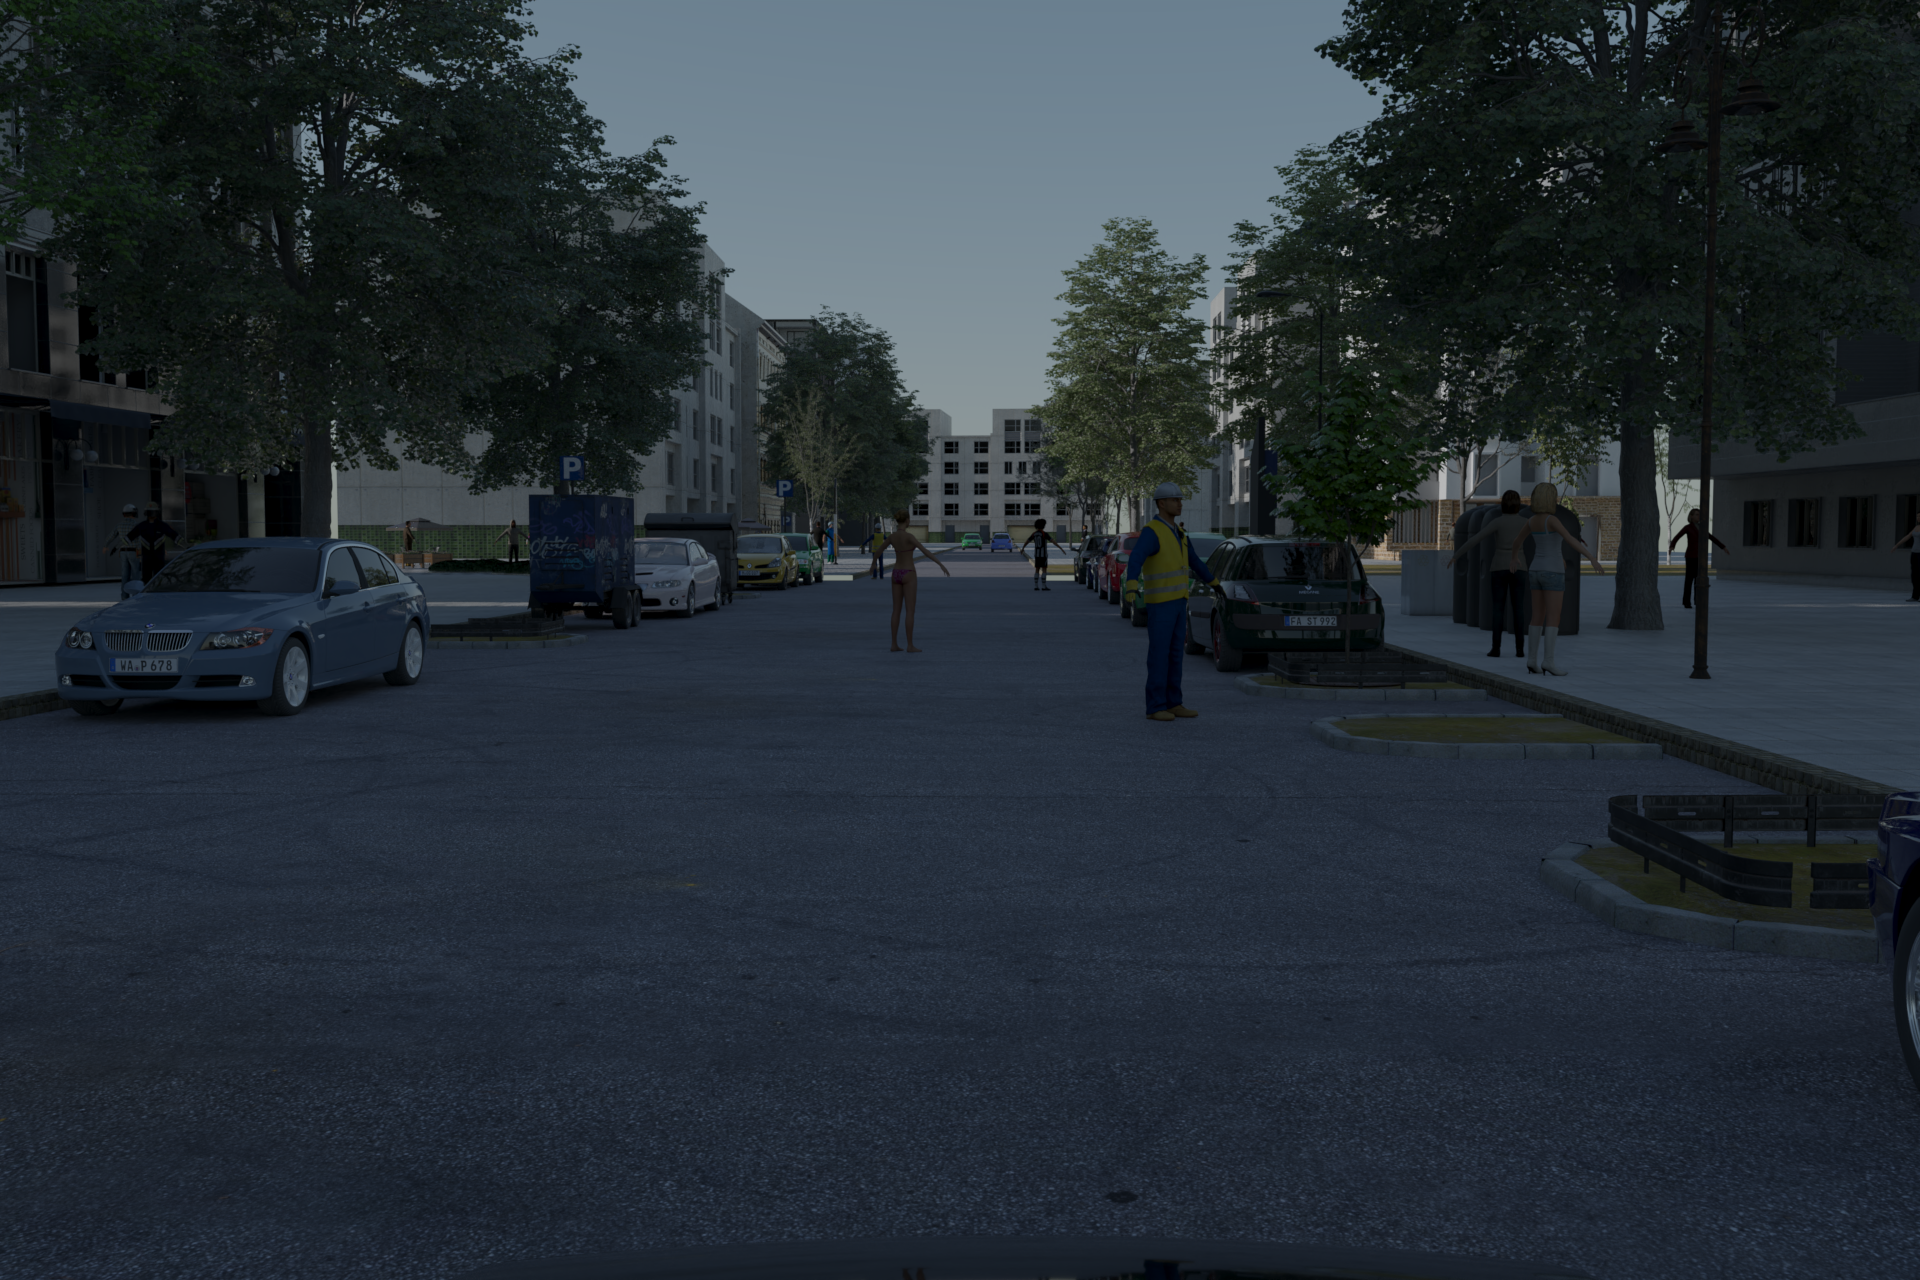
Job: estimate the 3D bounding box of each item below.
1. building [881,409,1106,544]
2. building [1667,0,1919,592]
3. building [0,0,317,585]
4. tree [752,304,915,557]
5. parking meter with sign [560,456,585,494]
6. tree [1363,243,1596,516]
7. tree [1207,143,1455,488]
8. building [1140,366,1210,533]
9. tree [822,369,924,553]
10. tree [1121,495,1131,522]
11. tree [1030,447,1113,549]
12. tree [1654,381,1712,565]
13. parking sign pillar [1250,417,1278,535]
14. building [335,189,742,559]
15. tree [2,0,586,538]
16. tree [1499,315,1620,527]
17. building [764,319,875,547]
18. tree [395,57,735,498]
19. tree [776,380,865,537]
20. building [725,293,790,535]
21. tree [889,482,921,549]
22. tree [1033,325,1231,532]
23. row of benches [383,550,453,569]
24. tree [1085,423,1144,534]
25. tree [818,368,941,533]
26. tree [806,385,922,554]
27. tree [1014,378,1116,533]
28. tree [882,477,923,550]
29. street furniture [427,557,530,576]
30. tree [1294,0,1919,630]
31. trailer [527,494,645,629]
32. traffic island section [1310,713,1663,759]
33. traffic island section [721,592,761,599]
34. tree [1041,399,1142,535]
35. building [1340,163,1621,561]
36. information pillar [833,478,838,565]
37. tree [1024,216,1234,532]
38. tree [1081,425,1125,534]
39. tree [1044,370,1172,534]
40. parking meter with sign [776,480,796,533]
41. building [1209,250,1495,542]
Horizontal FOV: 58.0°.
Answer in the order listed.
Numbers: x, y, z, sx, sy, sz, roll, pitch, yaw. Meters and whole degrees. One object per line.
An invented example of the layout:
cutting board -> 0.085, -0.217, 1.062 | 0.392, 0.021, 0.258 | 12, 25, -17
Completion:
building -> 5.286, -23.347, 250.629 | 31.486, 18.905, 16.747 | 0, 4, 5
building -> 26.346, -13.110, 33.415 | 14.314, 24.678, 30.058 | 0, 4, 2
building -> -27.775, -16.205, 44.545 | 16.754, 29.471, 25.880 | 0, 4, 2
tree -> -7.089, -11.698, 97.912 | 9.857, 13.997, 8.962 | 0, 3, 0
parking meter with sign -> -8.623, -2.644, 39.487 | 0.543, 3.016, 1.738 | 0, 4, 1
tree -> 20.214, -9.698, 68.937 | 12.009, 13.543, 11.850 | 0, 3, 0
tree -> 10.995, -8.133, 51.104 | 7.486, 12.596, 7.792 | 0, 3, 0
building -> 28.760, -19.833, 190.722 | 16.747, 18.905, 31.486 | 0, 4, 1
tree -> -6.136, -12.254, 118.482 | 7.486, 12.596, 7.792 | 0, 3, 0
tree -> 25.439, -18.197, 247.880 | 4.360, 8.622, 3.978 | 0, 3, 0
tree -> 9.969, -13.365, 152.938 | 8.767, 10.594, 7.601 | 2, 4, 30
tree -> 29.590, -7.450, 72.163 | 4.360, 8.622, 3.978 | 0, 3, 0
parking sign pillar -> 7.080, -3.183, 40.517 | 1.447, 3.967, 1.447 | 0, 4, 1
building -> -23.749, -14.585, 104.930 | 16.747, 18.905, 31.486 | 0, 4, 0
tree -> -11.157, -7.530, 29.772 | 9.857, 13.997, 8.962 | 0, 3, 0
tree -> 20.066, -6.573, 57.830 | 4.737, 8.622, 4.395 | 0, 3, 0
building -> -23.768, -20.625, 181.187 | 27.936, 21.610, 32.646 | 0, 4, 1
tree -> -10.839, -8.589, 47.089 | 9.857, 13.997, 8.962 | 0, 3, 0
tree -> -7.239, -8.125, 83.198 | 4.360, 8.622, 3.978 | 0, 3, 0
building -> -23.437, -18.405, 131.849 | 19.493, 23.208, 18.063 | 0, 4, 1
tree -> -6.115, -12.404, 153.168 | 4.360, 8.622, 3.978 | 0, 3, 0
tree -> 7.525, -8.619, 75.337 | 8.767, 10.594, 7.601 | 0, 4, -5
row of benches -> -20.721, -3.018, 64.799 | 1.422, 0.672, 4.104 | 2, 4, 29
tree -> 8.605, -9.391, 103.902 | 4.360, 8.622, 3.978 | 0, 3, 0
tree -> -6.214, -13.763, 131.681 | 9.857, 13.997, 8.962 | 0, 3, 0
tree -> -6.230, -10.678, 108.995 | 8.767, 10.594, 7.601 | 1, 4, 12
tree -> 9.713, -13.796, 135.926 | 12.009, 13.543, 11.850 | 0, 3, 0
tree -> -6.473, -12.795, 143.603 | 7.601, 10.594, 8.767 | 2, 4, 30
street furniture -> -12.857, -2.464, 55.916 | 5.734, 0.657, 10.072 | -3, 4, -38
tree -> 9.071, -7.111, 22.918 | 9.857, 13.997, 8.962 | 0, 3, 0
trailer -> -5.710, -1.140, 25.695 | 1.471, 1.999, 3.904 | 0, 4, 1
traffic island section -> 3.493, 0.663, 12.018 | 1.991, 0.108, 1.994 | 0, 4, 1
traffic island section -> -5.521, -0.982, 38.920 | 1.991, 0.108, 1.994 | 0, 4, 1
tree -> 9.326, -11.927, 120.762 | 9.928, 11.665, 9.643 | 0, 3, 0
building -> 26.181, -14.600, 95.138 | 16.016, 20.090, 11.380 | 0, 4, 1
information pillar -> -5.228, -4.976, 72.707 | 0.183, 3.616, 0.504 | 0, 4, 1
tree -> 6.120, -8.849, 62.816 | 7.486, 12.596, 7.792 | 0, 3, 0
tree -> 8.701, -9.806, 110.693 | 4.360, 8.622, 3.978 | 0, 3, 0
tree -> 8.185, -9.593, 91.258 | 8.767, 10.594, 7.601 | 1, 4, 21
parking meter with sign -> -5.604, -3.689, 56.584 | 0.543, 3.016, 1.738 | 0, 4, 2
building -> 27.012, -15.299, 116.601 | 16.747, 18.905, 31.486 | 0, 4, 2
